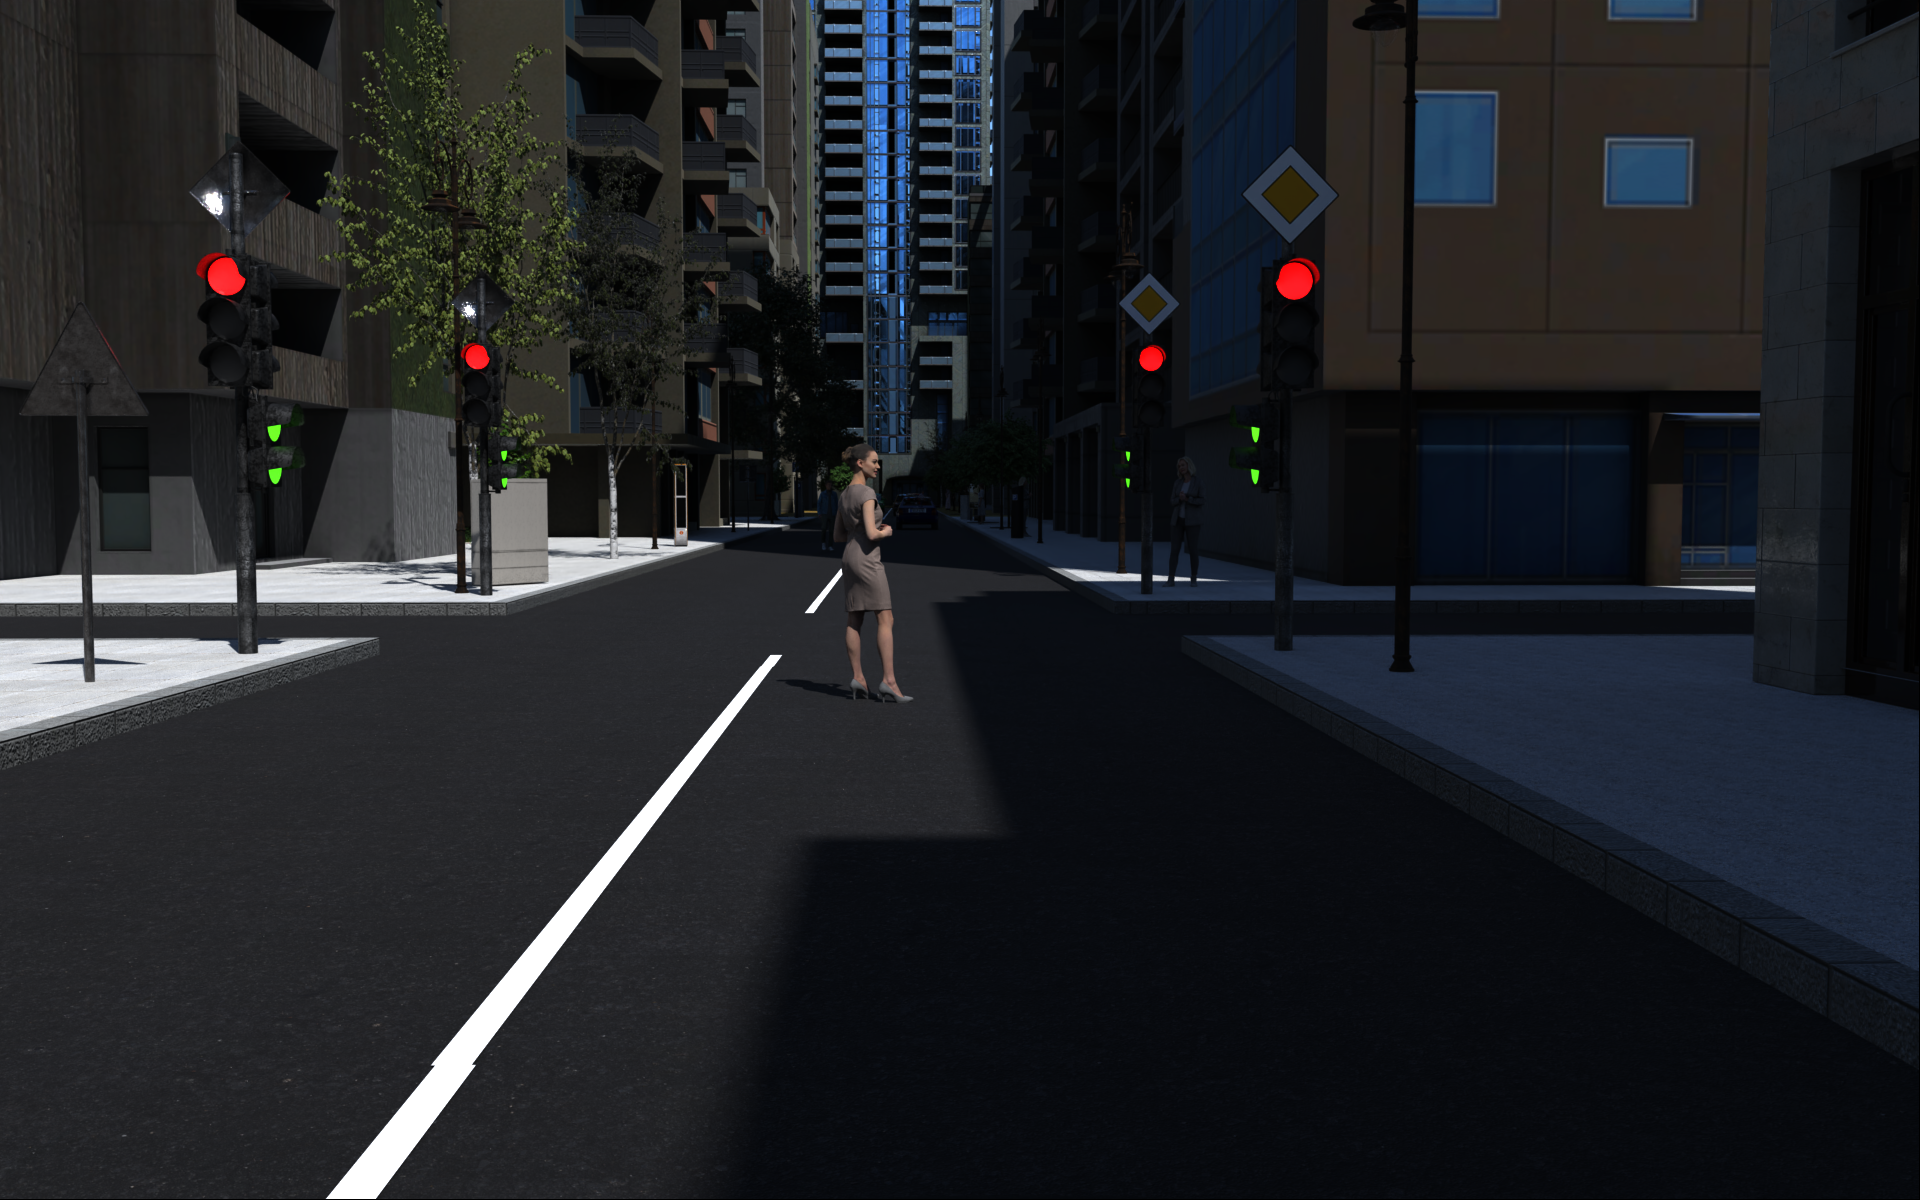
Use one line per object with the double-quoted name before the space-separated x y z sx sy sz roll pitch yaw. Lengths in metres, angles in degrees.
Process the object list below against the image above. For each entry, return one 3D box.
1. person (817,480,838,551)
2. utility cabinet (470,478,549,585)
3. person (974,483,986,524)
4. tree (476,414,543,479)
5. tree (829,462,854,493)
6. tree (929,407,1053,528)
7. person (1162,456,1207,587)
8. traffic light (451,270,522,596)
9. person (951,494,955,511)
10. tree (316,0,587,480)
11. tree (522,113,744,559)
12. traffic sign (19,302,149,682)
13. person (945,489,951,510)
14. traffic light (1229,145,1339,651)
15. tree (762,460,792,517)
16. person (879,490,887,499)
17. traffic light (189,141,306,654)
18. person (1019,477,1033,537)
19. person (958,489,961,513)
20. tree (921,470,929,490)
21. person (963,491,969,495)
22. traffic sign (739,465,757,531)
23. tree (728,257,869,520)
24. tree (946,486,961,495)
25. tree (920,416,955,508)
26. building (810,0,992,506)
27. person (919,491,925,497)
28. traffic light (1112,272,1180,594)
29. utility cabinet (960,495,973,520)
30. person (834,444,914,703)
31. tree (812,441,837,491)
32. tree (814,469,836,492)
"person" -3.332 -2.136 43.766 0.601 1.785 0.444 -1 4 -17
"utility cabinet" -6.363 -0.965 24.458 0.318 1.500 1.173 2 4 32
"person" 0.824 -4.076 73.260 0.524 1.755 0.480 1 4 11
"tree" -10.191 -2.734 39.309 1.663 3.219 1.824 0 3 0
"tree" -11.549 -11.548 172.515 4.285 4.588 4.351 0 3 0
"tree" 1.794 -4.982 65.165 4.285 4.588 4.351 0 3 0
"person" 3.128 -1.082 23.917 0.537 1.800 0.526 3 5 40
"traffic light" -5.979 -2.012 21.812 0.839 4.253 0.868 0 4 -2
"person" -0.565 -7.806 134.391 0.721 1.735 1.217 0 4 -8
"tree" -7.459 -4.643 26.272 4.737 8.622 4.395 0 3 0
"tree" -6.673 -5.106 33.848 4.360 8.622 3.978 0 3 0
"traffic sign" -5.940 -0.718 11.749 0.884 2.594 0.081 0 4 2
"person" -0.985 -8.091 139.006 0.621 1.740 0.551 -2 4 -27
"traffic light" 2.640 -1.541 14.122 0.839 4.253 0.868 0 4 -2
"tree" -10.284 -6.281 97.292 1.663 3.219 1.824 0 3 0
"person" -6.504 -8.168 142.759 1.217 1.735 0.721 2 4 28
"traffic light" -5.716 -1.524 13.831 0.839 4.253 0.868 0 4 -2
"person" 1.987 -2.815 52.250 0.526 1.800 0.537 1 4 23
"person" 0.064 -6.716 116.568 0.721 1.735 1.217 0 4 0
"tree" 0.938 -5.679 76.566 4.285 4.588 4.351 0 3 0
"person" 0.465 -7.196 123.790 0.705 1.812 1.348 3 5 42
"traffic sign" -7.399 -3.570 60.492 0.606 2.300 0.079 0 4 -2
"tree" -9.175 -10.223 84.161 9.611 12.733 9.660 0 3 0
"tree" -0.259 -8.221 129.009 1.663 3.219 1.824 0 3 0
"tree" -1.747 -12.996 162.842 4.360 8.622 3.978 0 3 0
"building" -9.611 -53.761 191.656 31.000 86.520 22.319 0 4 -2
"person" -3.069 -8.085 141.627 0.756 1.711 0.436 -2 4 -35
"traffic light" 2.377 -2.029 22.102 0.839 4.253 0.868 0 4 -2
"utility cabinet" 0.332 -4.647 87.137 0.306 1.237 1.020 -1 4 -21
"person" -0.616 -0.196 12.047 0.374 1.781 0.599 -2 4 -33
"tree" -11.529 -11.997 146.519 4.737 8.622 4.395 0 3 0
"tree" -10.185 -8.419 132.251 1.663 3.219 1.824 0 3 0
